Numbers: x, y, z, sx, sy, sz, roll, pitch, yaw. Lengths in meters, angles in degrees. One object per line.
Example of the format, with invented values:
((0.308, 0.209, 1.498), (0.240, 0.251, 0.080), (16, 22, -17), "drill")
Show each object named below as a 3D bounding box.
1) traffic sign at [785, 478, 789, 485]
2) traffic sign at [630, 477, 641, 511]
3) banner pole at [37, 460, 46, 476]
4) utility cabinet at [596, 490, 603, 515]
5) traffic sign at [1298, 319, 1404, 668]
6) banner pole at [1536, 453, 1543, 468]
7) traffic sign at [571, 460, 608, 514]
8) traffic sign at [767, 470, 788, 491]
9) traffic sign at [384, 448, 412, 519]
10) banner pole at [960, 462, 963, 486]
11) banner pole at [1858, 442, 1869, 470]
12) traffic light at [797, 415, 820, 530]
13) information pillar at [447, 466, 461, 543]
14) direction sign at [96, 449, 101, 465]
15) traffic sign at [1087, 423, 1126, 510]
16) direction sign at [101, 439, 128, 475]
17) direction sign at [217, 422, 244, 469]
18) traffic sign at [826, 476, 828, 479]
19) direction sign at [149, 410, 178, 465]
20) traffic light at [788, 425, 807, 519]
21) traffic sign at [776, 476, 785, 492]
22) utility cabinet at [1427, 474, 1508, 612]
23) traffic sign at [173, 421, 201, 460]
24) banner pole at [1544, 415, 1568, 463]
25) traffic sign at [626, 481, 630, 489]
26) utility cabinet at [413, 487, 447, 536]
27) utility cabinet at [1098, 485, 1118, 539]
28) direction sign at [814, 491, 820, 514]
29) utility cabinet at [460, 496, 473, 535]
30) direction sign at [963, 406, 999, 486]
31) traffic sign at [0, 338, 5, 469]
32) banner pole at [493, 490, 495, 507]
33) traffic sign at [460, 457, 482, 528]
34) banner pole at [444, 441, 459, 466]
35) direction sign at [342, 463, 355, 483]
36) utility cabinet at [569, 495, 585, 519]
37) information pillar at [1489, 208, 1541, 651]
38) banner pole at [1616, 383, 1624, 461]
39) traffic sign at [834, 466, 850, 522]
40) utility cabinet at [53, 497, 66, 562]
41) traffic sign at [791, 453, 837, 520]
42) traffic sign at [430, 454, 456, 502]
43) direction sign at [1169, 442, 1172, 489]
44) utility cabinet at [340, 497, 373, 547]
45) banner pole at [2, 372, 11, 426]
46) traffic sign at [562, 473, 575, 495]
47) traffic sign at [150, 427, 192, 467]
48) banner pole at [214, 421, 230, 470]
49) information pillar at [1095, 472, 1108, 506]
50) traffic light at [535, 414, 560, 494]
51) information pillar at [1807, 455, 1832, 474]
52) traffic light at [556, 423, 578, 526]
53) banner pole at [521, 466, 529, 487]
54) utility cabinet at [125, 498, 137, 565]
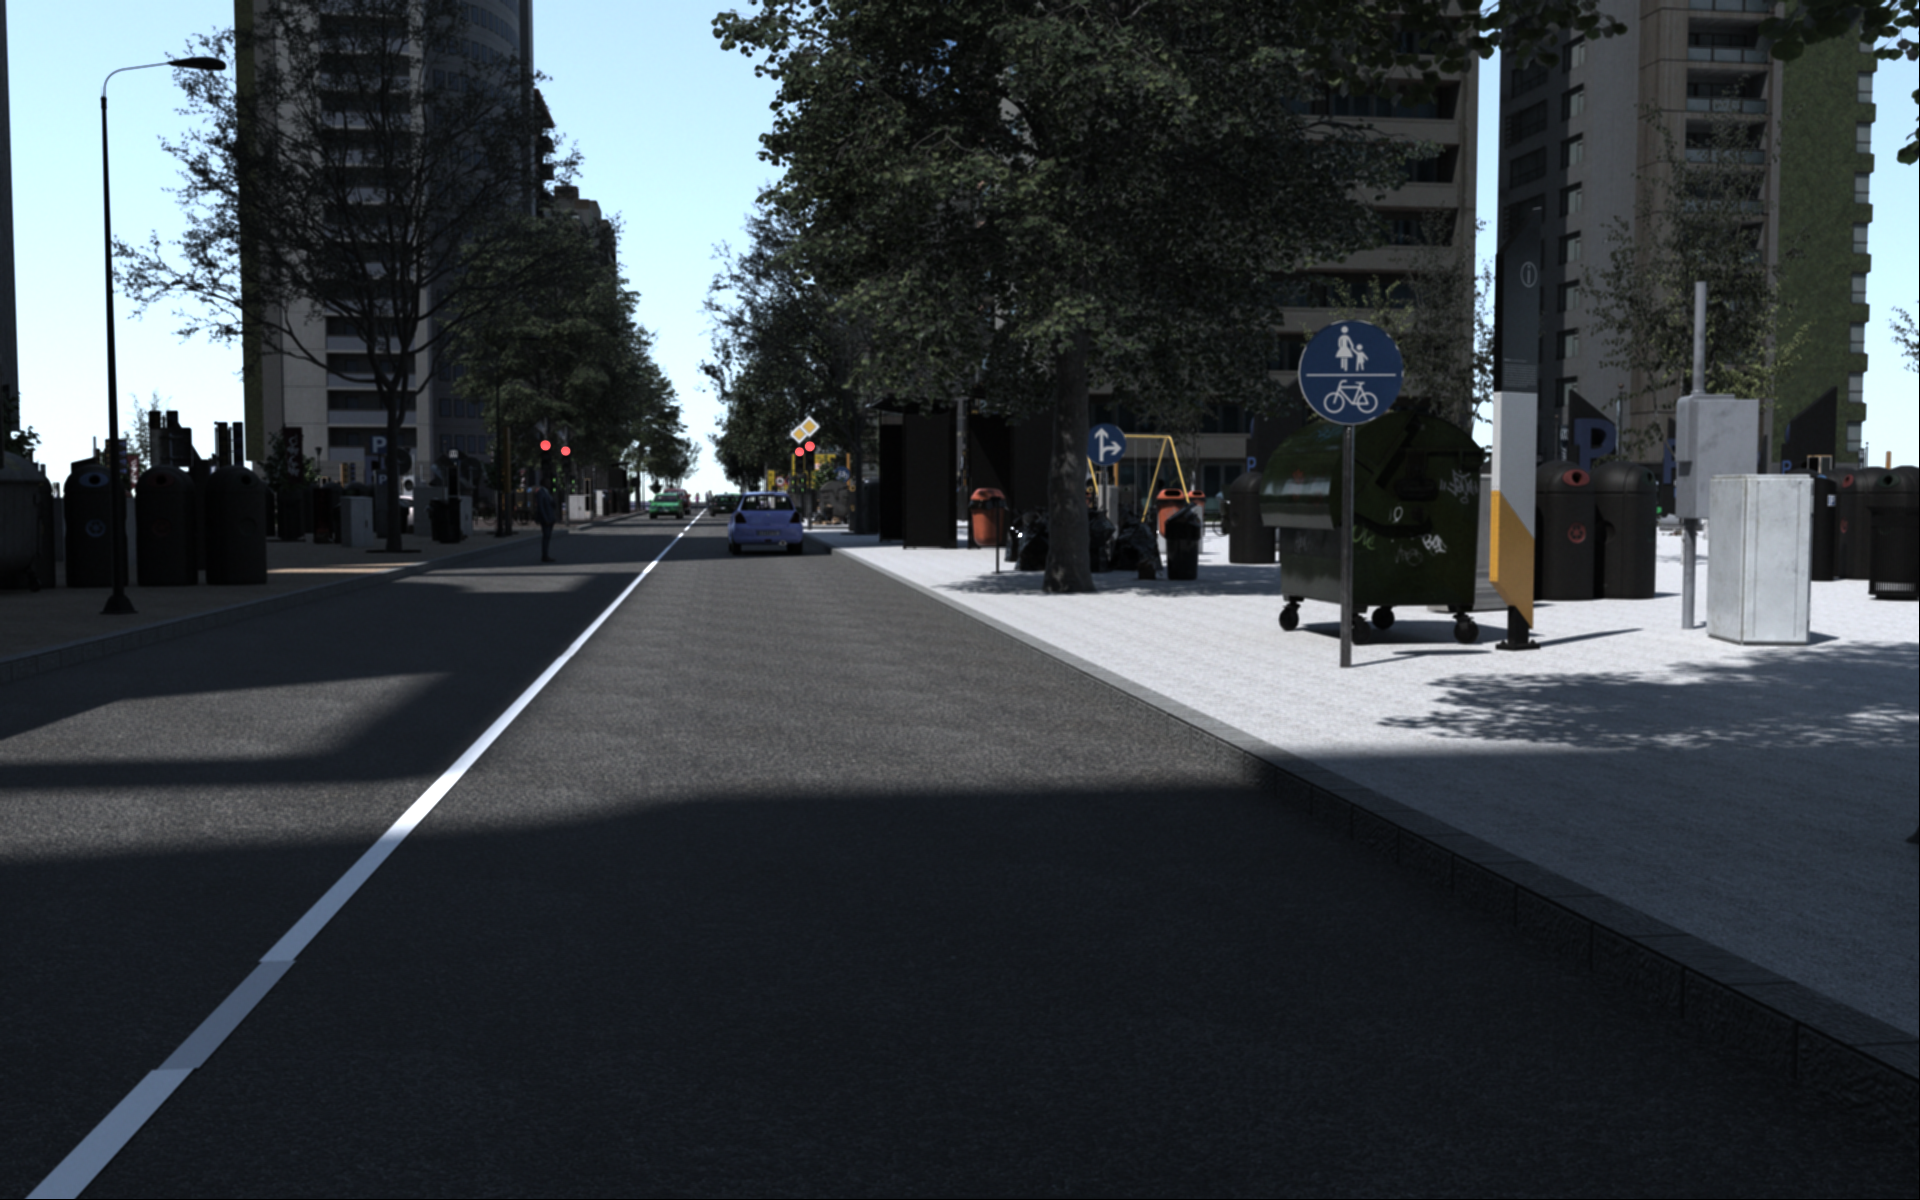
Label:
((-11.052, -6.914, 113.148), (0.768, 2.556, 0.104), (0, 4, -6), "traffic sign")
((-24.195, -7.898, 129.232), (0.768, 2.556, 0.104), (0, 4, -5), "traffic sign")
((-66.967, -8.334, 126.277), (0.401, 3.779, 0.863), (1, 4, 22), "banner pole")
((-21.205, -5.758, 102.826), (0.318, 1.500, 1.173), (-2, 4, -34), "utility cabinet")
((2.856, -0.773, 12.747), (0.768, 2.556, 0.104), (0, 4, 2), "traffic sign")
((31.291, -6.312, 93.219), (0.863, 3.779, 0.401), (-1, 4, -23), "banner pole")
((-22.457, -6.786, 104.820), (2.265, 3.308, 0.079), (0, 4, -6), "traffic sign")
((-14.877, -9.187, 144.086), (2.265, 3.308, 0.079), (0, 4, -5), "traffic sign")
((-15.547, -2.925, 47.923), (0.768, 2.556, 0.104), (0, 4, 1), "traffic sign")
((0.407, -7.964, 120.235), (0.863, 3.779, 0.401), (-1, 4, -12), "banner pole")
((43.286, -5.689, 83.030), (0.863, 3.779, 0.401), (-2, 4, -28), "banner pole")
((-5.406, -4.471, 62.025), (0.839, 4.253, 0.868), (0, 4, -8), "traffic light")
((-13.357, -2.520, 45.700), (0.304, 2.012, 0.304), (-1, 4, -12), "information pillar")
((-42.718, -5.769, 86.325), (0.379, 3.537, 0.876), (3, 5, 42), "direction sign")
((2.605, -1.903, 31.214), (0.768, 2.556, 0.104), (0, 4, -1), "traffic sign")
((-34.604, -4.838, 71.101), (0.876, 3.537, 0.379), (0, 4, -1), "direction sign")
((-22.874, -3.815, 54.378), (0.876, 3.537, 0.379), (1, 4, 11), "direction sign")
((-6.430, -5.039, 82.494), (0.768, 2.556, 0.104), (0, 4, -3), "traffic sign")
((-21.594, -3.367, 47.053), (0.876, 3.537, 0.379), (1, 4, 11), "direction sign")
((-6.503, -4.955, 69.935), (0.839, 4.253, 0.868), (0, 4, -8), "traffic light")
((-12.379, -7.287, 119.254), (0.768, 2.556, 0.104), (0, 4, -2), "traffic sign")
((5.644, -0.628, 18.953), (1.173, 1.500, 0.318), (-2, 4, -34), "utility cabinet")
((-13.914, -1.885, 30.826), (0.884, 2.594, 0.081), (0, 4, -6), "traffic sign")
((19.063, -3.973, 54.979), (0.863, 3.779, 0.401), (-2, 4, -31), "banner pole")
((-25.851, -8.075, 134.158), (0.606, 2.300, 0.079), (0, 4, -7), "traffic sign")
((-16.020, -2.681, 52.515), (1.173, 1.500, 0.318), (2, 4, 26), "utility cabinet")
((3.677, -2.093, 42.892), (0.318, 1.500, 1.173), (1, 4, 16), "utility cabinet")
((-10.570, -8.147, 125.195), (0.876, 3.537, 0.379), (3, 5, 41), "direction sign")
((-15.575, -2.614, 53.897), (0.306, 1.237, 1.020), (1, 4, 18), "utility cabinet")
((0.585, -3.208, 44.441), (0.876, 3.537, 0.379), (0, 4, -1), "direction sign")
((-10.830, -1.446, 17.520), (2.265, 3.308, 0.079), (0, 4, -1), "traffic sign")
((-36.852, -8.985, 136.914), (0.401, 3.779, 0.863), (-1, 4, -17), "banner pole")
((-16.761, -3.626, 59.387), (0.768, 2.556, 0.104), (0, 4, -2), "traffic sign")
((-24.011, -5.606, 81.675), (0.863, 3.779, 0.401), (0, 4, 4), "banner pole")
((-44.647, -8.233, 126.599), (0.876, 3.537, 0.379), (-2, 4, -28), "direction sign")
((-19.567, -4.736, 88.602), (1.020, 1.237, 0.306), (1, 4, 13), "utility cabinet")
((4.546, -1.395, 14.163), (0.504, 3.616, 0.183), (-2, 4, -35), "information pillar")
((14.797, -2.993, 38.945), (0.401, 3.779, 0.863), (2, 4, 28), "banner pole")
((-5.379, -4.823, 78.958), (0.768, 2.556, 0.104), (0, 4, 0), "traffic sign")
((-17.404, -1.347, 33.188), (1.020, 1.237, 0.306), (2, 4, 27), "utility cabinet")
((-7.265, -5.644, 86.148), (2.265, 3.308, 0.079), (0, 4, -3), "traffic sign")
((-14.702, -2.946, 49.346), (0.795, 2.450, 0.064), (0, 4, -2), "traffic sign")
((9.097, -5.065, 74.803), (0.379, 3.537, 0.876), (0, 4, 0), "direction sign")
((-14.688, -1.899, 42.209), (0.306, 1.237, 1.020), (1, 4, 11), "utility cabinet")
((-19.294, -2.753, 35.023), (0.401, 3.779, 0.863), (-3, 5, -44), "banner pole")
((-22.714, -6.147, 100.617), (0.768, 2.556, 0.104), (0, 4, -3), "traffic sign")
((-12.103, -1.497, 26.611), (0.606, 2.300, 0.079), (0, 4, -6), "traffic sign")
((-25.345, -4.248, 59.477), (0.863, 3.779, 0.401), (2, 4, 25), "banner pole")
((4.625, -3.188, 56.616), (0.304, 2.012, 0.304), (-2, 4, -25), "information pillar")
((-14.478, -4.394, 60.755), (0.839, 4.253, 0.868), (0, 4, -8), "traffic light")
((16.336, -1.742, 32.970), (0.304, 2.012, 0.304), (-1, 4, -21), "information pillar")
((-15.575, -4.877, 68.665), (0.839, 4.253, 0.868), (0, 4, -8), "traffic light")
((-32.599, -8.549, 129.793), (0.863, 3.779, 0.401), (-2, 4, -34), "banner pole")
((-15.362, -1.229, 31.248), (1.020, 1.237, 0.306), (-3, 5, -42), "utility cabinet")
